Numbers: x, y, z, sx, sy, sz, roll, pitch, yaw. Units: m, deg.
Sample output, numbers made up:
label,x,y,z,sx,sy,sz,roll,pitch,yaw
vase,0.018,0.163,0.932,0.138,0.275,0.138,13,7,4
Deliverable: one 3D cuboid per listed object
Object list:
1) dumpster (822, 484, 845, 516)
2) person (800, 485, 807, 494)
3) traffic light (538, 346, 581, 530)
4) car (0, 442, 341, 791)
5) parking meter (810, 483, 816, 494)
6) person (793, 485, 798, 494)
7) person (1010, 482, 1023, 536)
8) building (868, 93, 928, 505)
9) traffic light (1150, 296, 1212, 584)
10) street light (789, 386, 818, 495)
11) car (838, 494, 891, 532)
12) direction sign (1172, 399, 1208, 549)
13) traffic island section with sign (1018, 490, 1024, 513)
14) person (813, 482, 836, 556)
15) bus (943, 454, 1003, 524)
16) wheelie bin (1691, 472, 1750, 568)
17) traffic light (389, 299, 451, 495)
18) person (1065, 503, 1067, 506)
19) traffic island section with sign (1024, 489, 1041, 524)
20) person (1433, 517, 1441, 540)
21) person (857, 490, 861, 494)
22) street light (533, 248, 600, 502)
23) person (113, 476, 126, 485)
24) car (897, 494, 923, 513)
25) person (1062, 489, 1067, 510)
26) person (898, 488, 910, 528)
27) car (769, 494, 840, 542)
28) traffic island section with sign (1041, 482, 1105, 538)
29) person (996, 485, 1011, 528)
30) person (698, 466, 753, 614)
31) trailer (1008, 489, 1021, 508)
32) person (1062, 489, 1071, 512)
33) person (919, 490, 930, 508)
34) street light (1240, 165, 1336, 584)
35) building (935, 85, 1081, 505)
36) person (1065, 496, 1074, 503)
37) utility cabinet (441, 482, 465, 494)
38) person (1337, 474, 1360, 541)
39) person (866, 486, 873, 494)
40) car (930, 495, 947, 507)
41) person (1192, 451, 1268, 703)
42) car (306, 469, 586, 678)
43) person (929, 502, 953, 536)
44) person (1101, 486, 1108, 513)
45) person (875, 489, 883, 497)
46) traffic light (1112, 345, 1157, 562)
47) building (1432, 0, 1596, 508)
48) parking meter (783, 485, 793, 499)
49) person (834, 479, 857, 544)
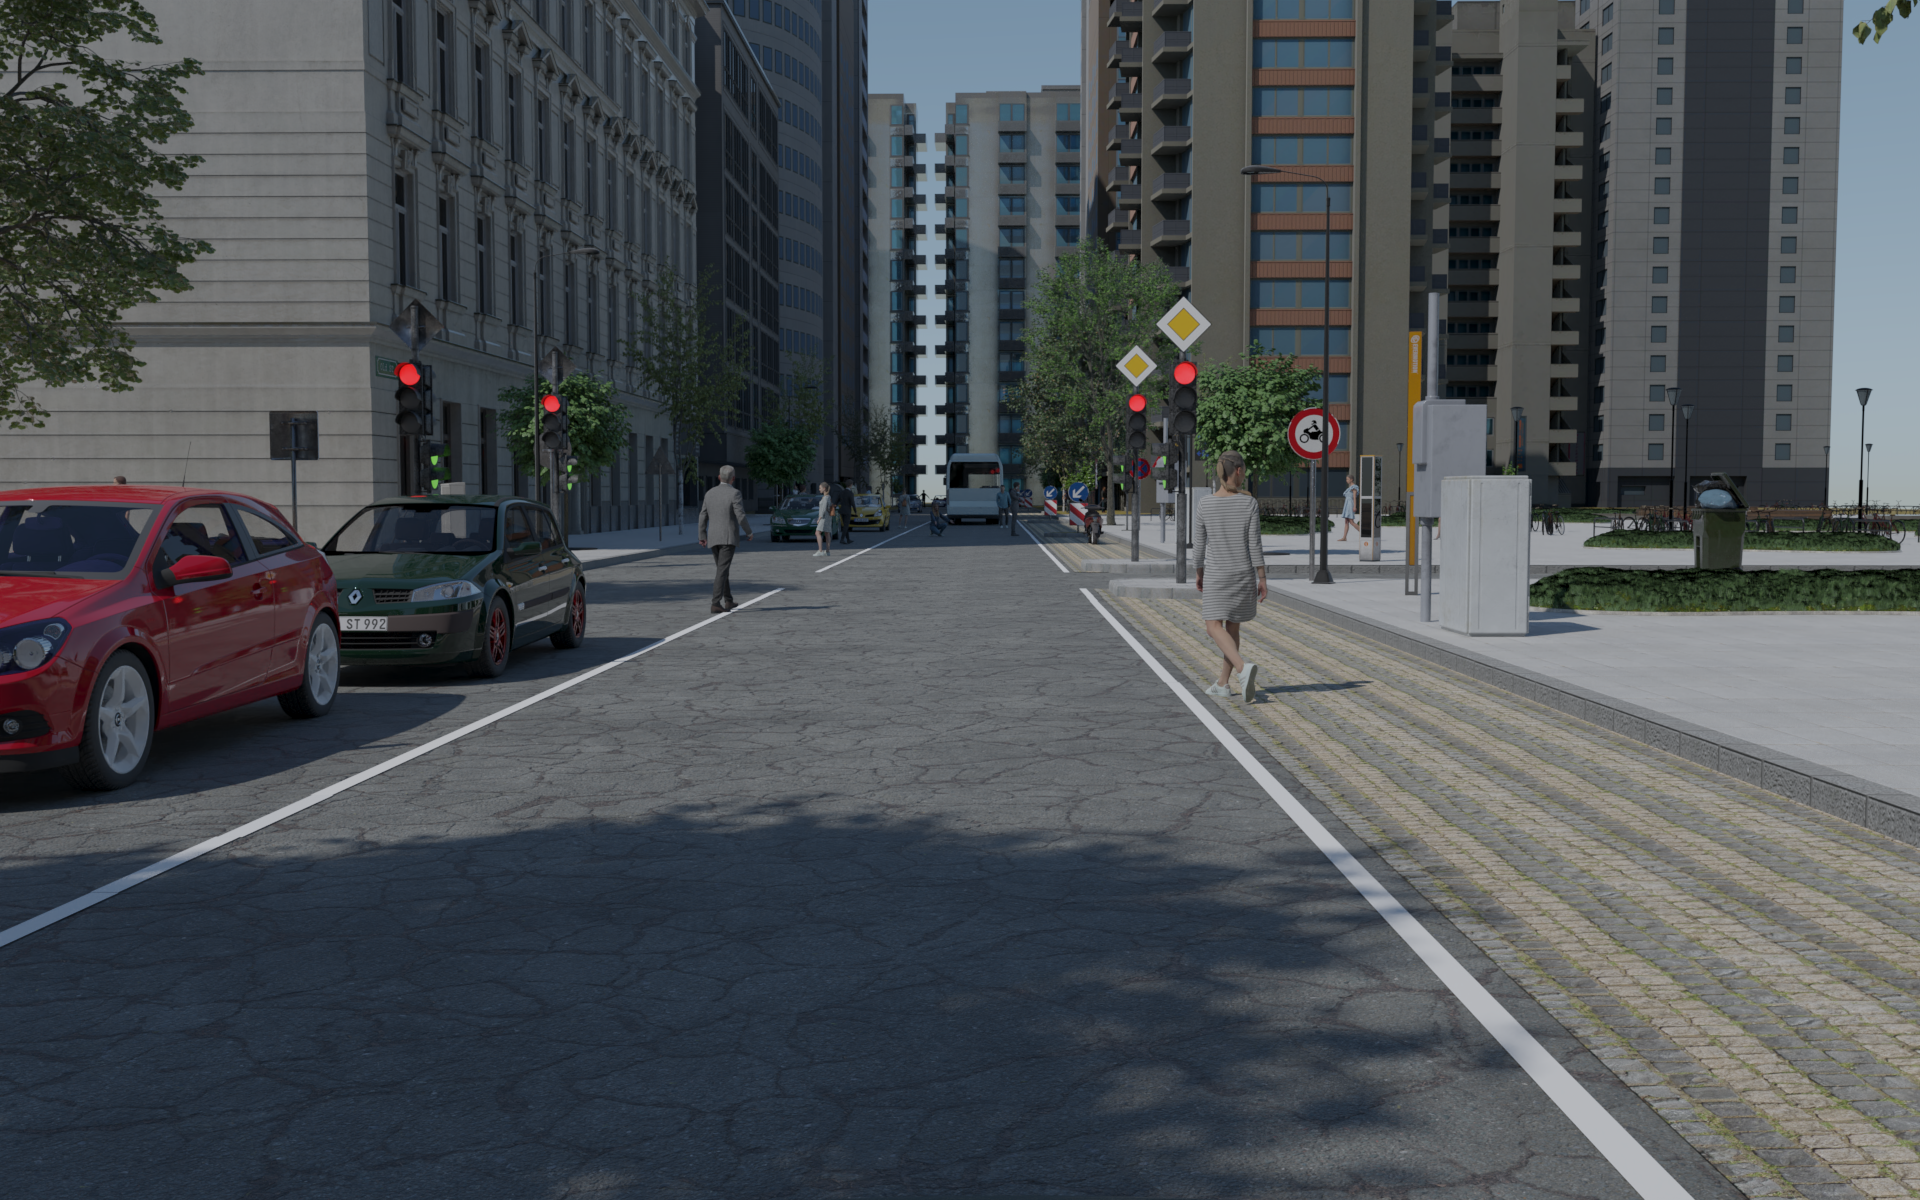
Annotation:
label,x,y,z,sx,sy,sz,roll,pitch,yaw
dumpster,-7.019,-5.500,95.682,1.264,1.857,1.865,0,4,1
person,-5.443,-3.176,60.994,0.480,1.755,0.524,2,4,25
traffic light,-7.657,-2.691,32.921,0.839,4.253,0.868,0,4,1
car,-4.957,-0.040,9.686,2.155,1.783,4.494,0,4,-1
parking meter,-7.699,-5.219,91.041,0.255,1.863,0.399,-1,4,-17
person,-9.432,-5.651,98.666,0.478,1.798,0.641,-2,4,-27
person,1.939,-3.125,59.393,0.447,1.846,0.655,0,4,1
building,-19.092,-35.898,206.546,30.456,49.044,23.786,0,4,1
traffic light,3.158,-2.192,24.755,0.839,4.253,0.868,0,4,1
street light,-6.793,-6.235,74.476,1.470,5.913,1.316,0,4,1
car,-3.652,-3.470,66.956,2.015,1.641,3.980,0,4,2
direction sign,5.415,-2.975,40.633,0.876,3.537,0.379,1,4,10
traffic island section with sign,5.185,-7.704,134.590,1.989,1.847,2.006,0,4,1
person,-3.132,-1.875,40.163,0.522,1.701,0.512,0,4,1
bus,0.624,-5.521,85.121,2.948,3.499,13.247,0,4,0
wheelie bin,10.966,-1.048,25.041,0.693,1.594,0.980,0,4,8
traffic light,-7.801,-2.203,24.937,0.839,4.253,0.868,0,4,1
person,11.095,-10.772,182.828,0.551,1.740,0.621,1,4,12
traffic island section with sign,4.284,-4.647,84.604,1.989,1.847,2.006,0,4,1
person,13.530,-2.564,48.312,0.374,1.781,0.599,-2,4,-25
person,-7.663,-7.456,129.417,0.415,1.643,0.593,3,5,44
street light,-7.494,-3.690,32.871,1.470,5.913,1.316,0,4,1
person,-14.984,-1.324,30.723,0.480,1.755,0.524,2,4,26
car,-3.836,-7.453,133.855,2.014,1.417,4.499,0,4,1
person,8.608,-8.174,140.631,0.436,1.711,0.756,-1,4,-18
person,-2.342,-3.874,72.844,0.512,1.701,0.522,0,4,-6
car,-4.725,-2.531,53.181,2.131,1.459,4.920,0,4,0
traffic island section with sign,3.791,-2.991,57.526,1.989,1.847,2.006,0,4,1
person,1.855,-3.952,73.130,0.660,1.820,0.620,0,4,-1
person,-2.825,-0.746,21.097,0.661,1.777,0.834,1,4,22
trailer,5.620,-10.669,181.490,1.471,1.999,3.904,0,4,-1
person,7.614,-7.011,120.685,1.348,1.822,0.705,-3,4,-36
person,-3.687,-10.220,175.229,1.348,1.869,0.705,-1,4,-18
street light,4.666,-3.187,24.649,1.470,5.913,1.316,0,4,1
building,12.373,-35.846,205.682,30.456,49.044,23.786,0,4,1
person,8.426,-7.493,128.581,1.348,1.821,0.705,-1,4,-22
utility cabinet,-9.587,-1.471,32.737,0.318,1.500,1.173,-2,4,-24
person,10.589,-2.486,46.782,0.778,1.811,0.616,1,4,10
person,-3.902,-4.006,74.262,0.793,1.790,0.793,-1,4,-19
car,-1.784,-9.171,162.523,1.945,1.354,3.894,0,4,1
person,1.897,-0.168,11.993,0.466,1.731,0.760,-1,4,-22
car,-4.419,-0.304,14.754,2.009,1.686,4.222,0,4,1
person,-0.659,-2.731,58.649,1.012,1.151,0.738,-3,4,-39
person,9.925,-6.923,119.262,0.705,1.821,1.348,1,4,18
person,-8.067,-9.929,169.101,1.217,1.735,0.721,-2,4,-23
traffic light,3.303,-2.680,32.739,0.839,4.253,0.868,0,4,1
building,49.427,-33.341,168.835,21.600,48.544,21.300,0,4,1
parking meter,-7.626,-4.349,76.825,0.255,1.863,0.399,3,5,44
person,-3.216,-2.524,49.550,0.659,1.850,0.755,3,4,38
